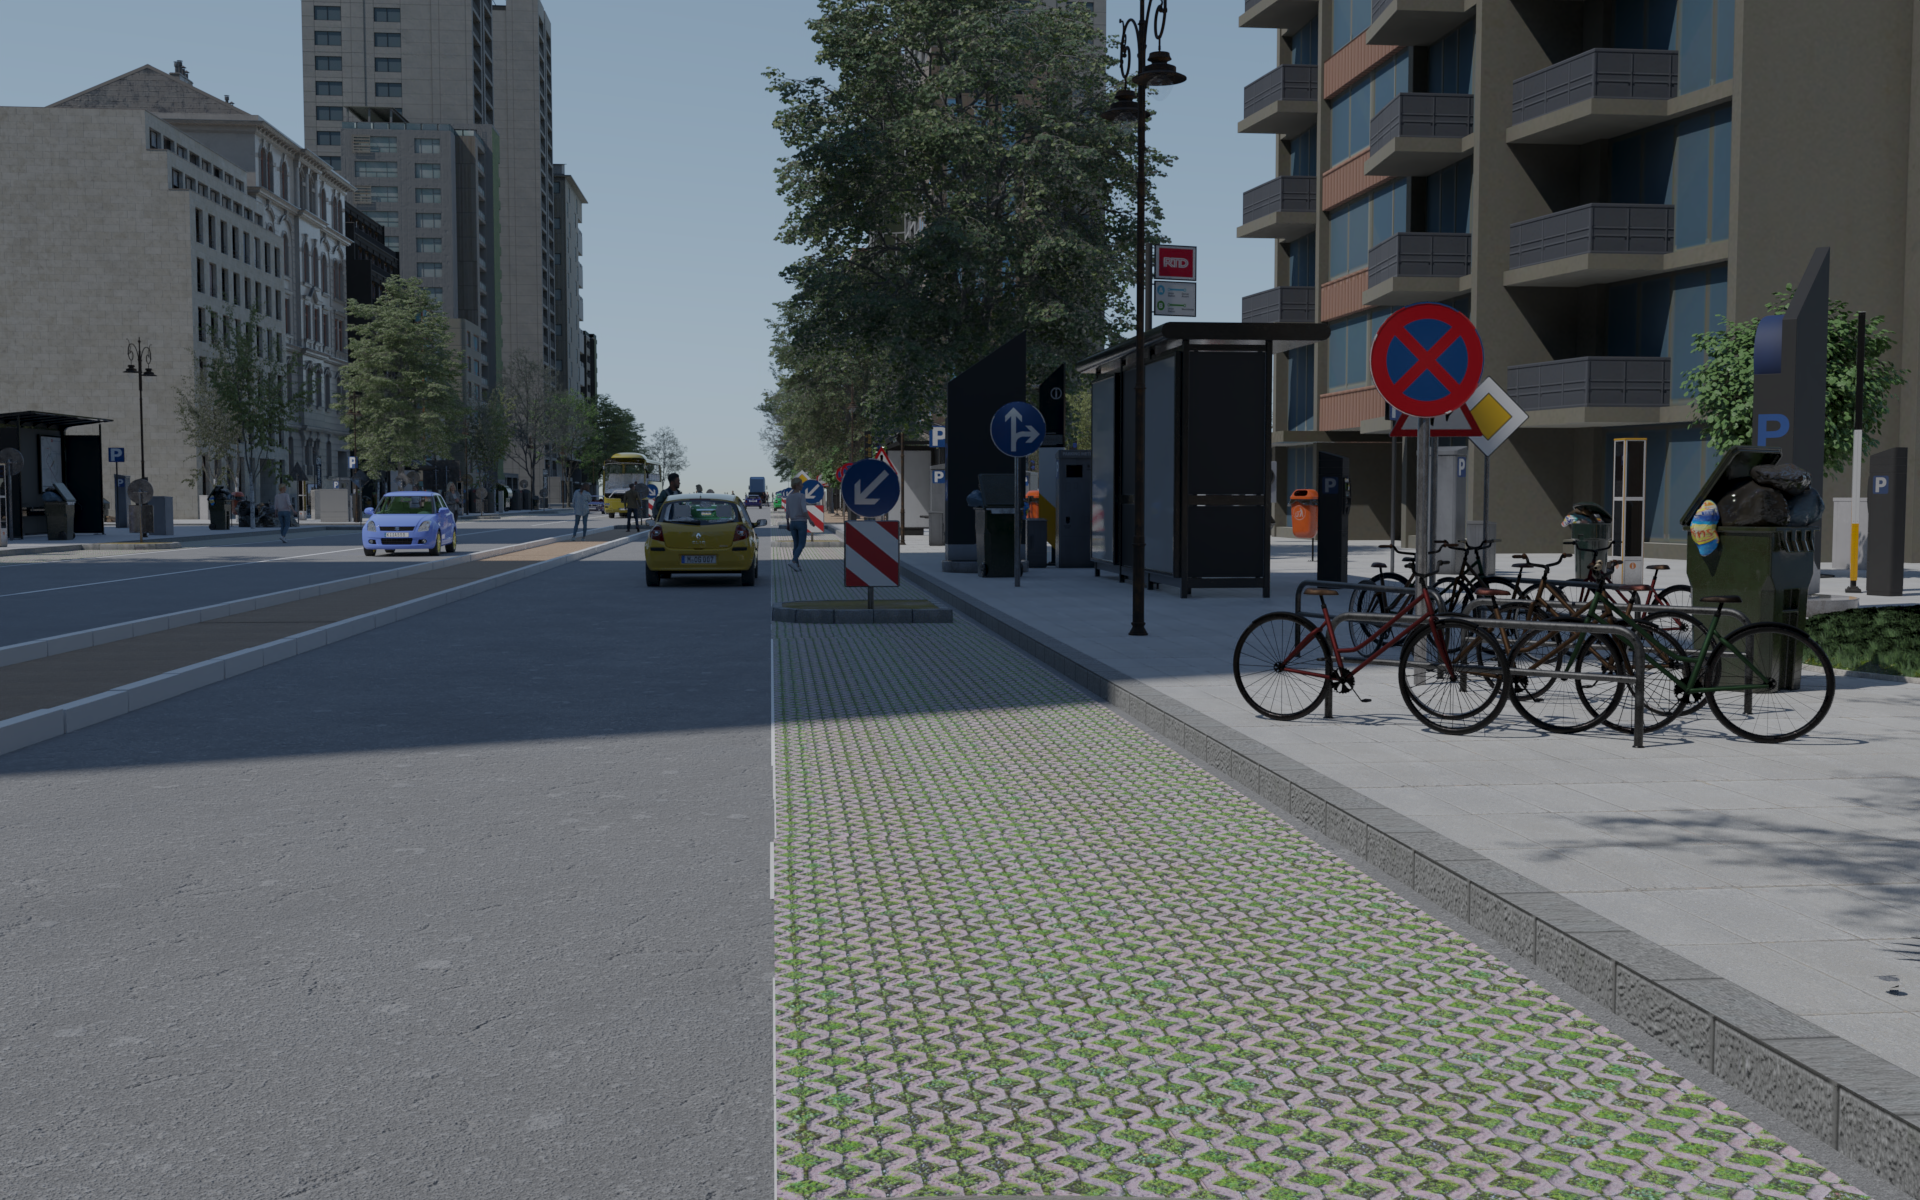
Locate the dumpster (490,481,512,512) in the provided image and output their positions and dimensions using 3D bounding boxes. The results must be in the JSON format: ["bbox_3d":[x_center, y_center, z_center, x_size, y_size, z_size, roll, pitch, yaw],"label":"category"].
[{"bbox_3d":[-33.549,-7.573,126.304,1.502,2.255,1.985,0,4,-6],"label":"dumpster"}]

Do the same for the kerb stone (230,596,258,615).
[{"bbox_3d":[-8.675,0.086,20.793,0.120,0.150,1.000,0,4,-6],"label":"kerb stone"}]

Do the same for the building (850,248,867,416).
[{"bbox_3d":[-7.864,-39.481,300.135,22.147,44.769,28.867,0,4,-6],"label":"building"}]

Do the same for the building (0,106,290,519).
[{"bbox_3d":[-44.452,-14.658,94.413,10.420,20.320,16.860,0,4,-6],"label":"building"}]

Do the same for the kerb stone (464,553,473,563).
[{"bbox_3d":[-10.349,-0.850,36.090,0.120,0.150,1.000,0,4,-6],"label":"kerb stone"}]

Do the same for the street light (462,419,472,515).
[{"bbox_3d":[-30.255,-8.159,106.185,0.468,5.910,1.993,0,4,-6],"label":"street light"}]

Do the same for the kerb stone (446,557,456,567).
[{"bbox_3d":[-10.119,-0.723,34.058,0.120,0.150,1.000,0,4,-6],"label":"kerb stone"}]

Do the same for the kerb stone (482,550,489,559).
[{"bbox_3d":[-10.568,-0.974,38.133,0.120,0.150,1.000,0,4,-6],"label":"kerb stone"}]

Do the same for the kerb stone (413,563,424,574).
[{"bbox_3d":[-9.791,-0.537,30.983,0.120,0.150,1.000,0,4,-6],"label":"kerb stone"}]

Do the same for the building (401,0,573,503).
[{"bbox_3d":[-68.049,-49.855,253.381,20.563,71.187,20.611,0,4,-6],"label":"building"}]

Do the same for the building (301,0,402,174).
[{"bbox_3d":[-63.029,-46.702,201.827,20.563,71.187,20.611,0,4,-6],"label":"building"}]

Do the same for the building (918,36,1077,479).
[{"bbox_3d":[3.396,-31.897,171.625,14.600,45.320,14.200,0,4,-6],"label":"building"}]

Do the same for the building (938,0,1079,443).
[{"bbox_3d":[2.074,-47.185,209.732,20.563,71.187,20.611,0,4,-6],"label":"building"}]

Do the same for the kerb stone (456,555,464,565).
[{"bbox_3d":[-10.240,-0.788,35.074,0.120,0.150,1.000,0,4,-6],"label":"kerb stone"}]

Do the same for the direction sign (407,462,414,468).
[{"bbox_3d":[-38.621,-7.895,121.085,0.876,3.537,0.379,-1,4,-12],"label":"direction sign"}]

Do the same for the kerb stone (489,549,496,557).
[{"bbox_3d":[-10.686,-1.037,39.156,0.120,0.150,1.000,0,4,-6],"label":"kerb stone"}]

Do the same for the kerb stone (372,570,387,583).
[{"bbox_3d":[-9.449,-0.350,27.914,0.120,0.150,1.000,0,4,-6],"label":"kerb stone"}]

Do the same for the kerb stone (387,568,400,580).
[{"bbox_3d":[-9.569,-0.410,28.940,0.120,0.150,1.000,0,4,-6],"label":"kerb stone"}]

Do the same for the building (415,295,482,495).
[{"bbox_3d":[-61.856,-19.496,163.806,27.650,21.520,28.899,0,4,-6],"label":"building"}]

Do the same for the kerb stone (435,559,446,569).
[{"bbox_3d":[-10.010,-0.663,33.036,0.120,0.150,1.000,0,4,-6],"label":"kerb stone"}]

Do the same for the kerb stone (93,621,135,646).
[{"bbox_3d":[-8.226,0.336,16.705,0.120,0.150,1.000,0,4,-6],"label":"kerb stone"}]

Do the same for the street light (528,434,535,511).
[{"bbox_3d":[-33.202,-9.866,134.094,0.468,5.910,1.993,0,4,-6],"label":"street light"}]

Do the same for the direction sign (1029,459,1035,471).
[{"bbox_3d":[4.370,-7.193,109.600,0.876,3.537,0.379,2,4,35],"label":"direction sign"}]

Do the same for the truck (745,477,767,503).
[{"bbox_3d":[-30.868,-16.638,261.793,2.967,4.110,18.799,0,4,-4],"label":"truck"}]

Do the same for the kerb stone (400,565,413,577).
[{"bbox_3d":[-9.674,-0.475,29.966,0.120,0.150,1.000,0,4,-6],"label":"kerb stone"}]

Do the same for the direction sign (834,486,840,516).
[{"bbox_3d":[-7.303,-6.776,102.776,0.379,3.537,0.876,1,4,17],"label":"direction sign"}]

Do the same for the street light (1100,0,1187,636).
[{"bbox_3d":[1.621,-2.617,15.574,0.468,5.910,1.993,0,4,-6],"label":"street light"}]

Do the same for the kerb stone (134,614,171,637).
[{"bbox_3d":[-8.339,0.274,17.722,0.120,0.150,1.000,0,4,-6],"label":"kerb stone"}]

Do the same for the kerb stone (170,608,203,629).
[{"bbox_3d":[-8.451,0.213,18.748,0.120,0.150,1.000,0,4,-6],"label":"kerb stone"}]

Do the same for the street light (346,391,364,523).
[{"bbox_3d":[-27.069,-6.409,77.576,0.468,5.910,1.993,0,4,-6],"label":"street light"}]

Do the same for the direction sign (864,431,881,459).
[{"bbox_3d":[-3.105,-4.304,62.367,0.876,3.537,0.379,-3,5,-44],"label":"direction sign"}]

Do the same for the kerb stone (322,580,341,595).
[{"bbox_3d":[-9.115,-0.163,24.862,0.120,0.150,1.000,0,4,-6],"label":"kerb stone"}]

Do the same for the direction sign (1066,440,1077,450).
[{"bbox_3d":[4.509,-4.952,72.968,0.876,3.537,0.379,-1,4,-14],"label":"direction sign"}]

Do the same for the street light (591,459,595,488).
[{"bbox_3d":[-38.572,-12.821,182.405,0.468,5.910,1.993,0,4,-6],"label":"street light"}]

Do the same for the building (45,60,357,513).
[{"bbox_3d":[-49.587,-20.020,114.721,14.401,28.519,23.554,0,4,-6],"label":"building"}]

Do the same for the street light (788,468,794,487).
[{"bbox_3d":[-27.714,-19.033,283.969,0.468,5.910,1.993,0,4,-6],"label":"street light"}]

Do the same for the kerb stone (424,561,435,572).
[{"bbox_3d":[-9.906,-0.600,32.002,0.120,0.150,1.000,0,4,-6],"label":"kerb stone"}]

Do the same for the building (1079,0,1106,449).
[{"bbox_3d":[3.872,-45.919,189.029,20.563,71.187,20.611,0,4,-6],"label":"building"}]

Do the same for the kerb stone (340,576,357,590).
[{"bbox_3d":[-9.232,-0.225,25.880,0.120,0.150,1.000,0,4,-6],"label":"kerb stone"}]

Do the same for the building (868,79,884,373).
[{"bbox_3d":[-5.963,-51.103,273.786,20.563,71.187,20.611,0,4,-6],"label":"building"}]

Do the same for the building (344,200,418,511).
[{"bbox_3d":[-50.446,-18.696,135.357,12.332,23.373,15.834,0,4,-6],"label":"building"}]

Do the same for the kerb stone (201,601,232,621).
[{"bbox_3d":[-8.561,0.152,19.772,0.120,0.150,1.000,0,4,-6],"label":"kerb stone"}]

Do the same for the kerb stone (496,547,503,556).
[{"bbox_3d":[-10.796,-1.099,40.172,0.120,0.150,1.000,0,4,-6],"label":"kerb stone"}]

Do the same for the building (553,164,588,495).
[{"bbox_3d":[-75.052,-42.095,277.489,28.713,52.752,27.495,0,4,-6],"label":"building"}]

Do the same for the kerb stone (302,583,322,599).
[{"bbox_3d":[-9.010,-0.101,23.842,0.120,0.150,1.000,0,4,-6],"label":"kerb stone"}]

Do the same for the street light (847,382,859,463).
[{"bbox_3d":[-4.430,-6.030,71.375,0.468,5.910,1.993,0,4,-6],"label":"street light"}]

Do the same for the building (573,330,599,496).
[{"bbox_3d":[-70.397,-32.285,299.562,14.160,30.474,14.107,0,4,-6],"label":"building"}]

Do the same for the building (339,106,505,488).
[{"bbox_3d":[-57.193,-30.688,185.348,14.154,41.232,14.086,0,4,-6],"label":"building"}]

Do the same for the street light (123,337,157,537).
[{"bbox_3d":[-24.139,-4.790,51.111,0.468,5.910,1.993,0,4,-6],"label":"street light"}]

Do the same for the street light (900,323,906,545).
[{"bbox_3d":[-1.445,-4.323,43.470,0.468,5.910,1.993,0,4,-6],"label":"street light"}]

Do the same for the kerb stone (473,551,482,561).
[{"bbox_3d":[-10.451,-0.911,37.112,0.120,0.150,1.000,0,4,-6],"label":"kerb stone"}]

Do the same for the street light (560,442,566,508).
[{"bbox_3d":[-35.427,-11.112,154.476,0.468,5.910,1.993,0,4,-6],"label":"street light"}]

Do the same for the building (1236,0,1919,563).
[{"bbox_3d":[19.642,-23.881,45.072,22.147,44.769,28.867,0,4,-6],"label":"building"}]

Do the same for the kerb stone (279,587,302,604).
[{"bbox_3d":[-8.904,-0.039,22.825,0.120,0.150,1.000,0,4,-6],"label":"kerb stone"}]

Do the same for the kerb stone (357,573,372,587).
[{"bbox_3d":[-9.347,-0.285,26.896,0.120,0.150,1.000,0,4,-6],"label":"kerb stone"}]

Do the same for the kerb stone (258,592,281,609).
[{"bbox_3d":[-8.784,0.024,21.809,0.120,0.150,1.000,0,4,-6],"label":"kerb stone"}]
